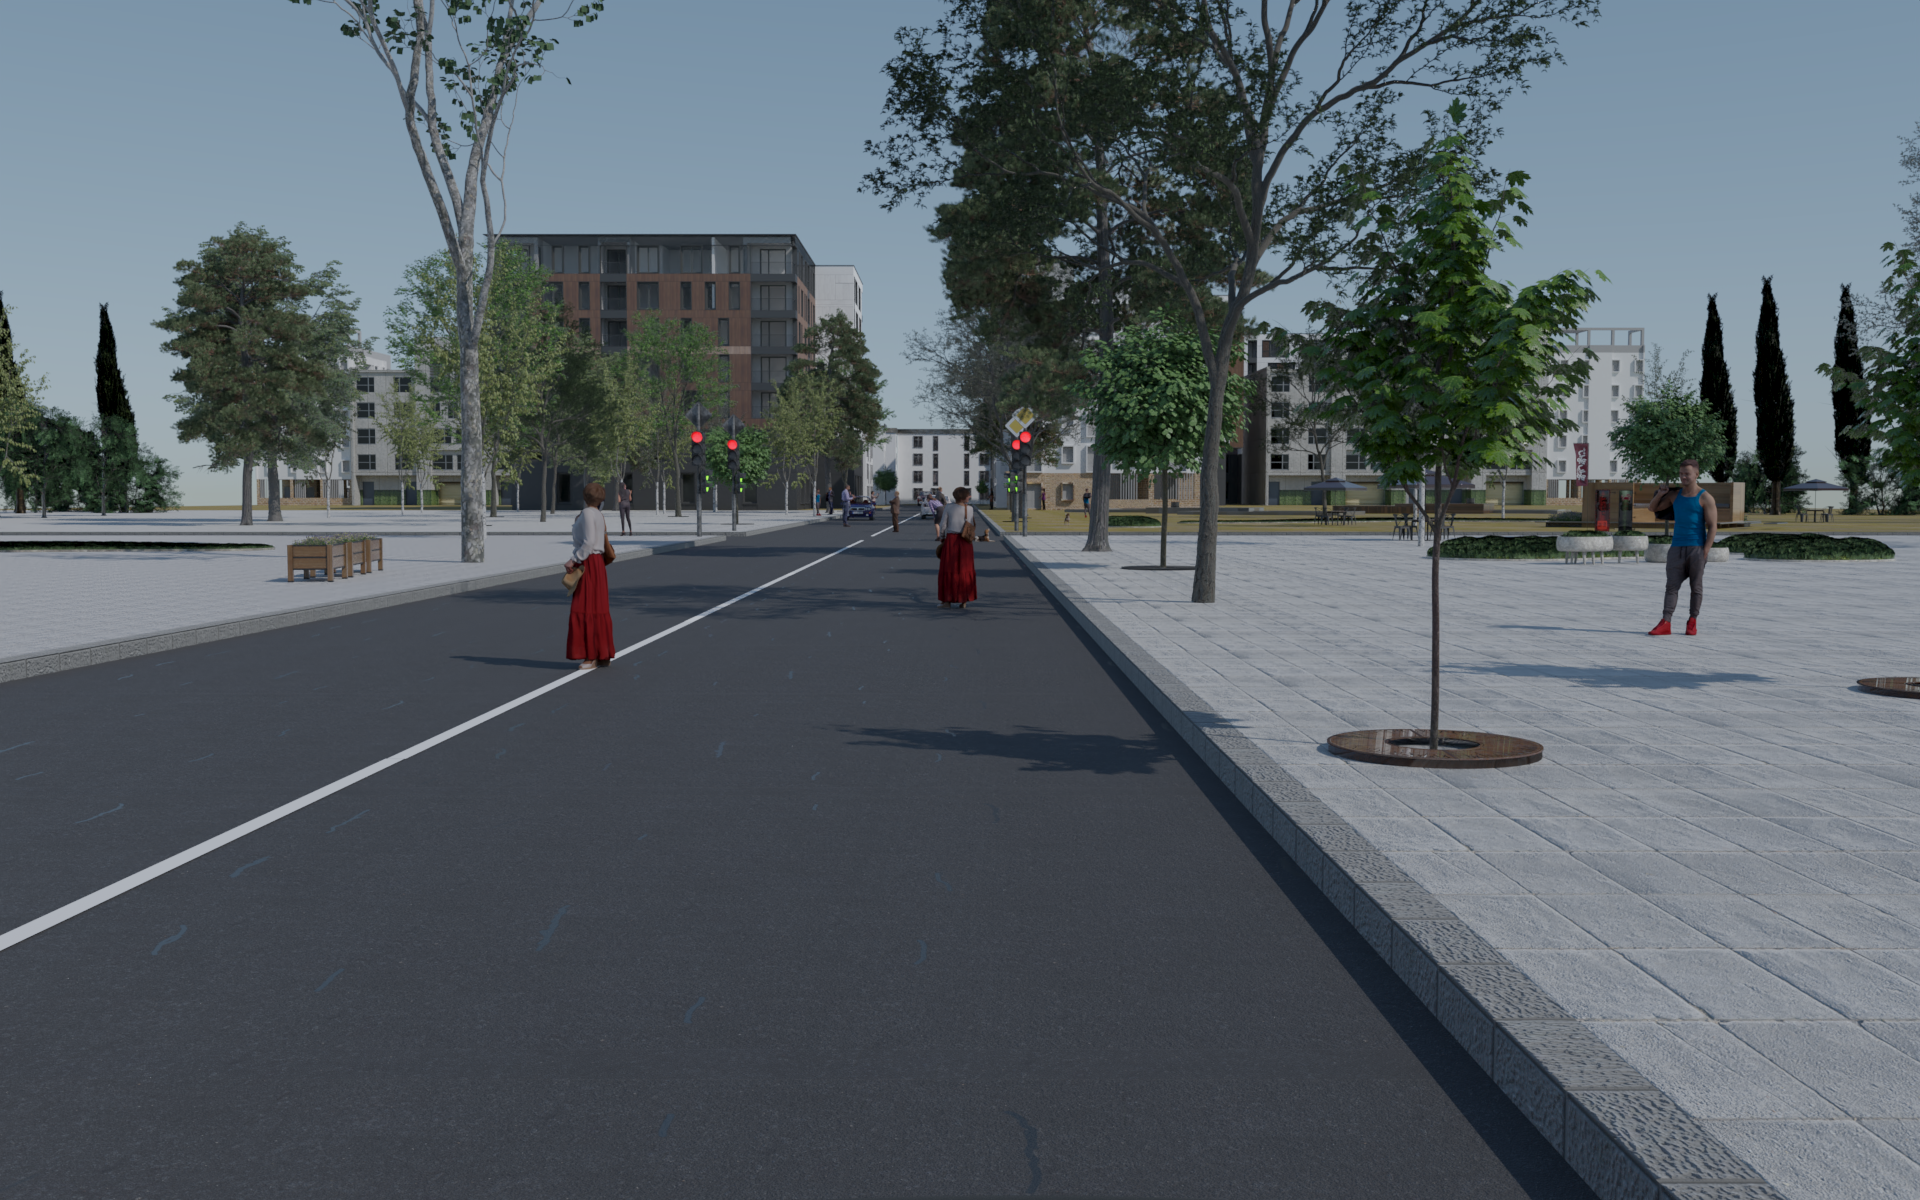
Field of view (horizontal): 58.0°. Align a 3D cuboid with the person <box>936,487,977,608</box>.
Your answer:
[{"bbox_3d":[-0.045,-0.660,21.764,0.523,1.526,0.387,0,4,2],"label":"person"}]

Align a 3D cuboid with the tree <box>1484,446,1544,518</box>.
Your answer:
[{"bbox_3d":[29.369,-8.722,92.965,4.737,8.622,4.395,0,3,0],"label":"tree"}]

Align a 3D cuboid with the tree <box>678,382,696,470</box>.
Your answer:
[{"bbox_3d":[-18.712,-9.811,110.775,4.737,8.622,4.395,0,3,0],"label":"tree"}]

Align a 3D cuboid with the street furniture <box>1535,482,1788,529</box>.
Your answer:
[{"bbox_3d":[27.211,-3.780,68.660,11.010,1.723,9.812,3,4,36],"label":"street furniture"}]

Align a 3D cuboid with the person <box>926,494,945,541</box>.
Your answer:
[{"bbox_3d":[-0.730,-2.504,52.672,0.697,1.427,0.421,3,4,36],"label":"person"}]

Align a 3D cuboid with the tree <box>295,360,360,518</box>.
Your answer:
[{"bbox_3d":[-33.931,-8.699,92.593,4.360,8.622,3.978,0,3,0],"label":"tree"}]

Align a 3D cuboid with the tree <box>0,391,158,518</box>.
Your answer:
[{"bbox_3d":[-51.988,-8.022,94.065,11.467,7.101,20.602,-1,4,-8],"label":"tree"}]

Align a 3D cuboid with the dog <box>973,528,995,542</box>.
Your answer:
[{"bbox_3d":[0.641,-1.953,52.132,0.748,0.427,0.550,3,4,39],"label":"dog"}]

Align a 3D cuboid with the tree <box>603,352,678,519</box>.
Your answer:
[{"bbox_3d":[-17.655,-8.555,90.232,4.737,8.622,4.395,0,3,0],"label":"tree"}]

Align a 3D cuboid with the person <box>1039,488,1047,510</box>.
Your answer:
[{"bbox_3d":[6.552,-7.964,136.943,0.721,1.739,1.217,-2,4,-25],"label":"person"}]

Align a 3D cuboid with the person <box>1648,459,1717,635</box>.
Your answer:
[{"bbox_3d":[6.561,-0.483,15.814,0.647,1.594,0.662,3,5,40],"label":"person"}]

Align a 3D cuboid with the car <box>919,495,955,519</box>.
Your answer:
[{"bbox_3d":[-1.304,-5.331,99.520,2.083,1.381,4.827,0,4,-1],"label":"car"}]

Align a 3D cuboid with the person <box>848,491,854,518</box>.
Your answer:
[{"bbox_3d":[-6.577,-5.728,103.623,0.415,1.643,0.593,2,4,24],"label":"person"}]

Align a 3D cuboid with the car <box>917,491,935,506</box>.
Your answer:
[{"bbox_3d":[-4.076,-12.216,208.408,2.281,1.827,5.304,0,4,0],"label":"car"}]

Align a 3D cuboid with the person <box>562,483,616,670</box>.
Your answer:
[{"bbox_3d":[-3.045,-0.201,14.252,0.387,1.526,0.523,0,4,4],"label":"person"}]

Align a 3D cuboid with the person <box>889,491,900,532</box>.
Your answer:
[{"bbox_3d":[-2.458,-3.325,65.127,0.388,1.546,0.482,1,4,9],"label":"person"}]

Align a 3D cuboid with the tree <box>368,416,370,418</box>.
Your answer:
[{"bbox_3d":[-34.620,-9.650,108.136,4.737,8.622,4.395,0,3,0],"label":"tree"}]

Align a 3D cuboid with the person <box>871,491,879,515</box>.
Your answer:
[{"bbox_3d":[-5.837,-6.647,118.633,0.517,1.644,0.566,-2,4,-31],"label":"person"}]

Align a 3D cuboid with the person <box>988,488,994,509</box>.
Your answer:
[{"bbox_3d":[2.640,-8.584,146.414,0.705,1.821,1.348,1,4,16],"label":"person"}]

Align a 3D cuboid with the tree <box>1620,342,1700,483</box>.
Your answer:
[{"bbox_3d":[33.934,-8.129,83.279,4.360,8.622,3.978,0,3,0],"label":"tree"}]

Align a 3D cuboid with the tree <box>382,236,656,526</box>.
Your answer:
[{"bbox_3d":[-19.158,-8.755,68.901,9.928,11.665,9.643,0,3,0],"label":"tree"}]

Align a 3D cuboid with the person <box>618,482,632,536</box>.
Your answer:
[{"bbox_3d":[-10.227,-2.770,52.808,0.415,1.643,0.593,1,4,12],"label":"person"}]

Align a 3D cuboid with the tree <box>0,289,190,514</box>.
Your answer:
[{"bbox_3d":[-61.971,-13.304,119.345,18.604,14.587,13.155,3,5,40],"label":"tree"}]

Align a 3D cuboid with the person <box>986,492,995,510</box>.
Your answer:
[{"bbox_3d":[2.520,-8.015,140.351,0.557,1.426,1.065,-3,4,-37],"label":"person"}]

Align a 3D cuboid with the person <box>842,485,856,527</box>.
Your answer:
[{"bbox_3d":[-4.867,-4.133,75.949,0.599,1.838,0.709,-1,4,-23],"label":"person"}]

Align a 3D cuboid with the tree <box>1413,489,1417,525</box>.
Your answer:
[{"bbox_3d":[17.201,-7.082,66.158,4.737,8.622,4.395,0,3,0],"label":"tree"}]

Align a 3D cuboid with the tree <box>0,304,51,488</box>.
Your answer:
[{"bbox_3d":[-35.194,-6.873,62.742,4.737,8.622,4.395,0,3,0],"label":"tree"}]

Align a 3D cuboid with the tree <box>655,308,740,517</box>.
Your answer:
[{"bbox_3d":[-15.916,-10.457,96.733,9.928,11.665,9.643,0,3,0],"label":"tree"}]

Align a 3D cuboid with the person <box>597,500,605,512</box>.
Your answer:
[{"bbox_3d":[-9.306,-2.219,44.540,0.471,1.553,0.569,-2,4,-34],"label":"person"}]

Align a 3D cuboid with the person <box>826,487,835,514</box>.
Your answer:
[{"bbox_3d":[-8.184,-6.239,108.871,0.431,1.722,0.655,-2,4,-32],"label":"person"}]

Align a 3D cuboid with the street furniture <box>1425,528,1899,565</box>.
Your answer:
[{"bbox_3d":[14.408,-1.173,34.807,10.072,0.657,5.734,-1,4,-18],"label":"street furniture"}]

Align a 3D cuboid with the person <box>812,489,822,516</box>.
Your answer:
[{"bbox_3d":[-8.403,-5.762,102.128,0.662,1.594,0.647,2,4,23],"label":"person"}]

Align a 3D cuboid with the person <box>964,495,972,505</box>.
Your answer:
[{"bbox_3d":[0.352,-6.348,112.821,0.750,1.759,0.617,-1,4,-15],"label":"person"}]

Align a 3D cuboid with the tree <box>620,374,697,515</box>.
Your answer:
[{"bbox_3d":[-18.760,-9.502,105.728,4.360,8.622,3.978,0,3,0],"label":"tree"}]

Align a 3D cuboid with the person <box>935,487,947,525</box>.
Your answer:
[{"bbox_3d":[-0.869,-4.244,78.442,0.434,1.755,0.990,-3,4,-39],"label":"person"}]

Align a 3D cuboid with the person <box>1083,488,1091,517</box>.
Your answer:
[{"bbox_3d":[7.004,-5.307,94.690,0.647,1.594,0.662,3,4,37],"label":"person"}]

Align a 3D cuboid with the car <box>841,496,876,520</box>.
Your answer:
[{"bbox_3d":[-5.572,-5.064,95.377,1.945,1.354,3.894,0,4,-1],"label":"car"}]

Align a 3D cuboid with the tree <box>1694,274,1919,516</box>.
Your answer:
[{"bbox_3d":[52.720,-12.738,110.091,13.155,14.587,18.604,-1,4,-17],"label":"tree"}]

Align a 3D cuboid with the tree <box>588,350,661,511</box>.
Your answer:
[{"bbox_3d":[-26.051,-12.799,131.325,6.751,12.117,7.091,0,3,0],"label":"tree"}]

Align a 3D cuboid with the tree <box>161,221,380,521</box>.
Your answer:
[{"bbox_3d":[-32.166,-10.655,80.858,9.857,13.997,8.962,0,3,0],"label":"tree"}]
